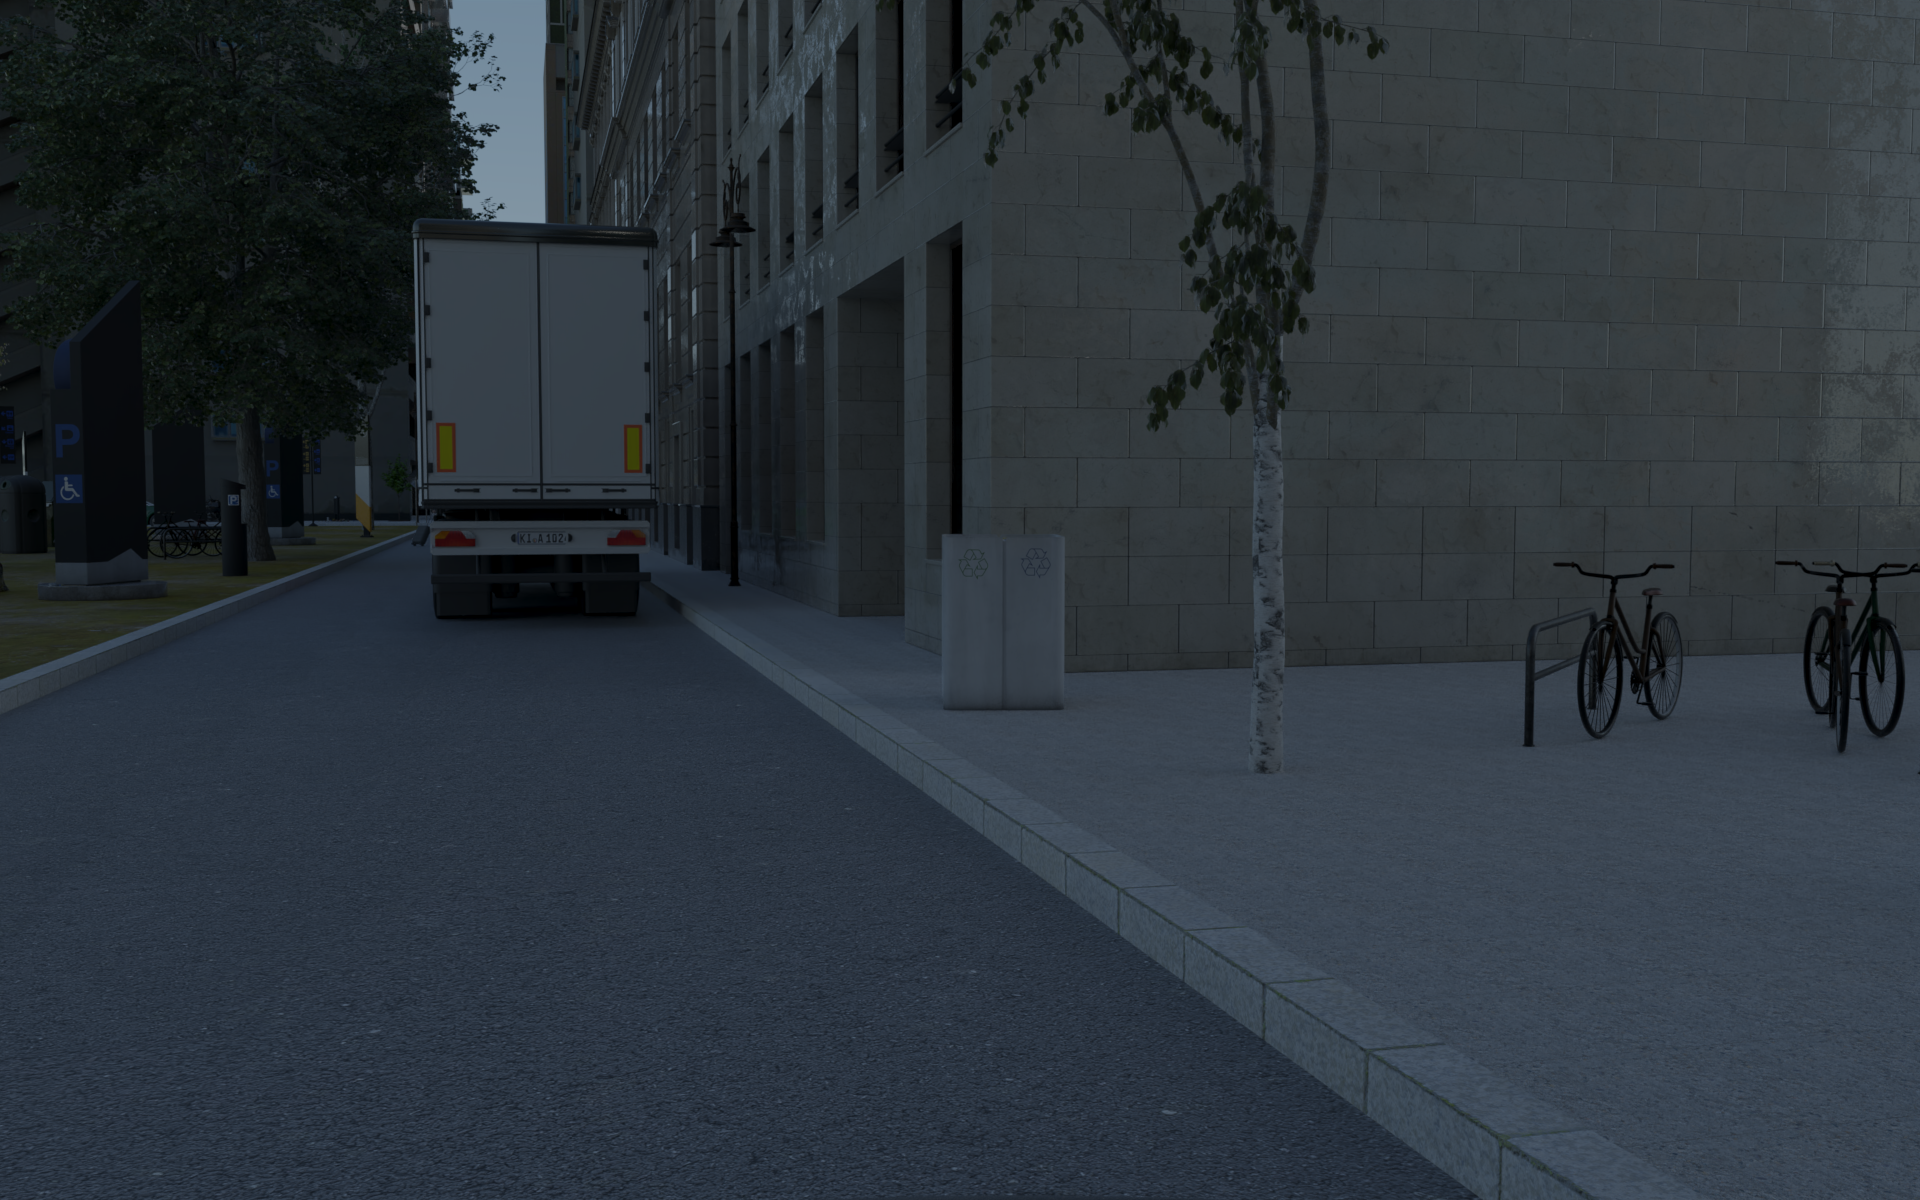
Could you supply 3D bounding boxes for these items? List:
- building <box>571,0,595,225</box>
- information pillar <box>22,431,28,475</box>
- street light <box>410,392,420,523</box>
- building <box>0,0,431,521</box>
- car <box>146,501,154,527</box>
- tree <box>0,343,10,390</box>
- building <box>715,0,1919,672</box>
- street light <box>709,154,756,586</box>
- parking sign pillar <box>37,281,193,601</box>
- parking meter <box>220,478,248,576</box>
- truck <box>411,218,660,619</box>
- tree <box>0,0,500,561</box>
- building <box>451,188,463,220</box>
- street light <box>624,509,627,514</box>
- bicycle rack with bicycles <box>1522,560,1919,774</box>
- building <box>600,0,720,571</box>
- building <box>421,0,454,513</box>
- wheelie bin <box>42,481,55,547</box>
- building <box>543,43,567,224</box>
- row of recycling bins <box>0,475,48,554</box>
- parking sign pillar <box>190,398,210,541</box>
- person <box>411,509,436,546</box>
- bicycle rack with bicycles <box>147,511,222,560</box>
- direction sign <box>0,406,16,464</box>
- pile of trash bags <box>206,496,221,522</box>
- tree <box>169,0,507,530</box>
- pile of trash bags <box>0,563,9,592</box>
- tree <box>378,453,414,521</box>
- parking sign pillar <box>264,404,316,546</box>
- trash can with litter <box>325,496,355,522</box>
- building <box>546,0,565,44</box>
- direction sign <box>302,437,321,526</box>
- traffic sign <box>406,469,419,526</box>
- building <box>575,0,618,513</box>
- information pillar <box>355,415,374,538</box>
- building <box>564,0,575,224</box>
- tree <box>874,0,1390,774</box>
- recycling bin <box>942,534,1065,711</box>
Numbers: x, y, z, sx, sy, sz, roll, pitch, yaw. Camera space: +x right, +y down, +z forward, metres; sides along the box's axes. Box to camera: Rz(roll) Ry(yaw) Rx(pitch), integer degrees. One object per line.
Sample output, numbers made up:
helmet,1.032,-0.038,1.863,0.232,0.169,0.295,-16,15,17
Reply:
building,-9.782,-28.678,92.590,21.600,48.544,21.300,-1,4,-14
information pillar,-34.695,-4.462,64.308,0.183,3.616,0.504,-2,4,-35
street light,-24.261,-6.391,77.276,0.468,5.910,1.993,-1,4,-14
building,-39.531,-28.512,89.867,21.300,48.544,21.600,-1,4,-14
car,-33.689,-3.548,69.807,4.920,1.459,2.131,-1,4,-14
tree,-30.155,-6.128,50.548,4.360,8.622,3.978,0,3,0
building,3.164,-10.171,21.053,10.420,20.320,16.860,-1,4,-14
street light,-3.143,-3.131,23.978,0.468,5.910,1.993,-1,4,-14
parking sign pillar,-10.607,-2.010,21.338,1.447,3.967,1.447,0,4,6
parking meter,-11.368,-1.145,27.124,0.372,1.533,0.369,0,3,0
truck,-5.819,-2.105,23.335,2.839,4.237,11.283,-1,4,-15
tree,-13.524,-7.715,32.801,9.857,13.997,8.962,0,3,0
building,-51.823,-23.462,155.313,14.160,30.474,14.107,-1,4,-14
street light,-9.237,-4.573,47.550,0.468,5.910,1.993,-1,4,-14
bicycle rack with bicycles,4.289,0.258,9.169,2.852,0.926,2.925,2,4,31
building,-1.857,-14.918,41.174,12.463,27.353,25.104,-1,4,-14
building,-47.557,-30.780,122.861,23.786,49.044,30.456,-1,4,-14
wheelie bin,-22.013,-2.086,42.022,0.980,1.594,0.693,1,4,19
building,-33.739,-31.881,171.371,14.600,45.320,14.200,-1,4,-14
row of recycling bins,-21.040,-1.918,38.479,1.069,1.692,3.534,-3,4,-38
parking sign pillar,-21.383,-3.605,47.419,1.447,3.967,1.447,-1,4,-23
person,-14.637,-2.416,48.227,0.699,1.804,1.509,2,4,35
bicycle rack with bicycles,-15.513,-1.322,34.997,2.925,0.926,2.852,-2,4,-34
direction sign,-24.755,-3.212,44.515,0.876,3.537,0.379,-2,4,-34
pile of trash bags,-34.530,-4.316,80.315,3.447,1.369,1.912,0,4,8
tree,-21.798,-12.469,59.750,12.611,20.169,13.585,0,3,0
pile of trash bags,-13.026,-0.701,21.219,1.912,1.369,3.447,-1,4,-15
tree,-26.263,-5.312,81.450,1.663,3.219,1.824,0,3,0
parking sign pillar,-17.015,-3.370,43.580,1.447,3.967,1.447,0,4,3
trash can with litter,-29.063,-4.260,80.708,1.678,1.210,2.233,-2,4,-32
building,-46.998,-49.276,243.917,20.611,71.187,20.563,-1,4,-14
direction sign,-25.690,-4.690,68.685,0.876,3.537,0.379,1,4,21
traffic sign,-21.810,-4.027,69.480,0.795,2.450,0.064,-1,4,-14
building,-8.116,-12.114,62.694,10.561,19.102,19.286,-1,4,-14
information pillar,-17.630,-3.659,51.181,0.504,3.616,0.183,1,4,17
building,-22.605,-27.377,131.210,14.154,41.232,14.086,-1,4,-14
tree,1.180,-3.509,7.740,4.360,8.622,3.978,0,3,0
recycling bin,0.254,0.120,10.596,0.722,1.027,0.722,0,4,-1
